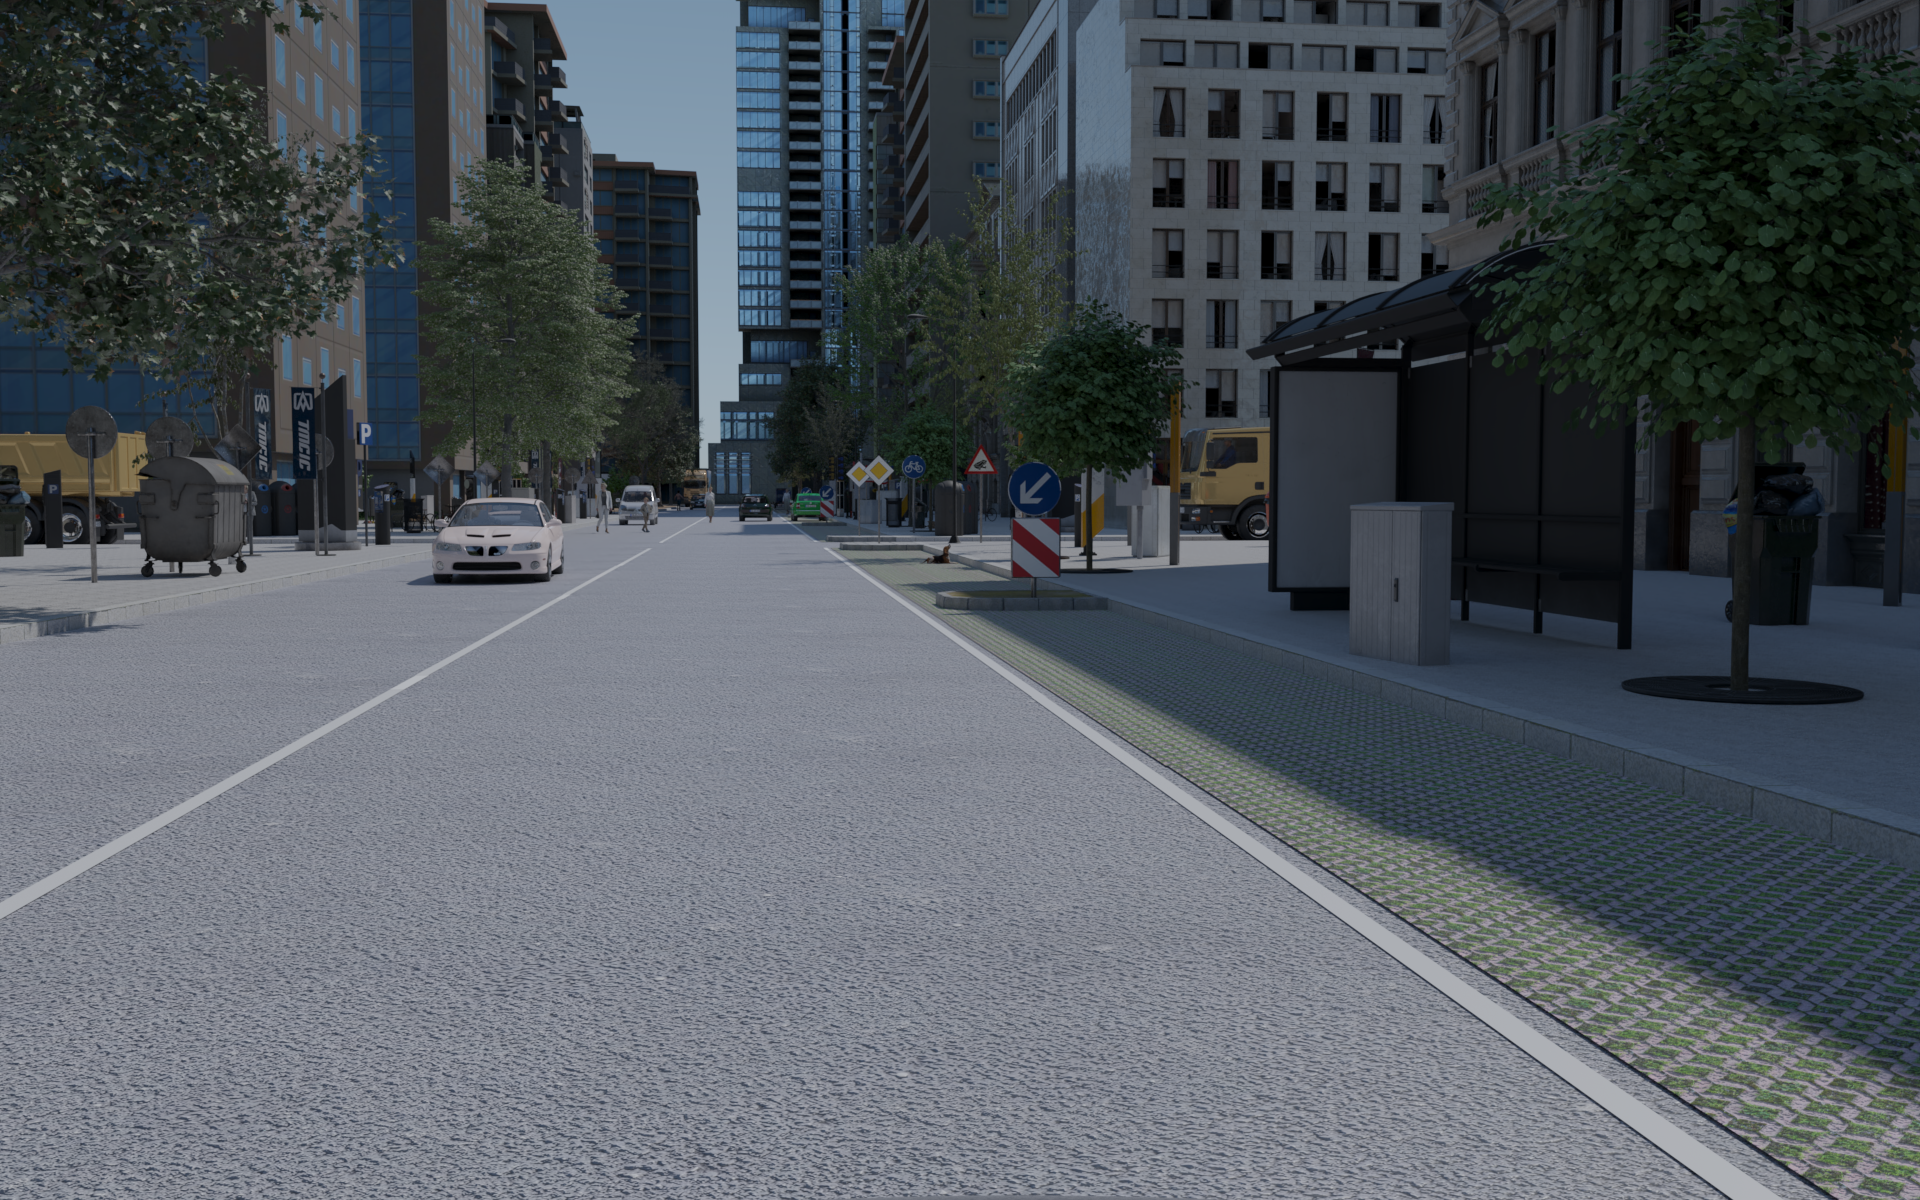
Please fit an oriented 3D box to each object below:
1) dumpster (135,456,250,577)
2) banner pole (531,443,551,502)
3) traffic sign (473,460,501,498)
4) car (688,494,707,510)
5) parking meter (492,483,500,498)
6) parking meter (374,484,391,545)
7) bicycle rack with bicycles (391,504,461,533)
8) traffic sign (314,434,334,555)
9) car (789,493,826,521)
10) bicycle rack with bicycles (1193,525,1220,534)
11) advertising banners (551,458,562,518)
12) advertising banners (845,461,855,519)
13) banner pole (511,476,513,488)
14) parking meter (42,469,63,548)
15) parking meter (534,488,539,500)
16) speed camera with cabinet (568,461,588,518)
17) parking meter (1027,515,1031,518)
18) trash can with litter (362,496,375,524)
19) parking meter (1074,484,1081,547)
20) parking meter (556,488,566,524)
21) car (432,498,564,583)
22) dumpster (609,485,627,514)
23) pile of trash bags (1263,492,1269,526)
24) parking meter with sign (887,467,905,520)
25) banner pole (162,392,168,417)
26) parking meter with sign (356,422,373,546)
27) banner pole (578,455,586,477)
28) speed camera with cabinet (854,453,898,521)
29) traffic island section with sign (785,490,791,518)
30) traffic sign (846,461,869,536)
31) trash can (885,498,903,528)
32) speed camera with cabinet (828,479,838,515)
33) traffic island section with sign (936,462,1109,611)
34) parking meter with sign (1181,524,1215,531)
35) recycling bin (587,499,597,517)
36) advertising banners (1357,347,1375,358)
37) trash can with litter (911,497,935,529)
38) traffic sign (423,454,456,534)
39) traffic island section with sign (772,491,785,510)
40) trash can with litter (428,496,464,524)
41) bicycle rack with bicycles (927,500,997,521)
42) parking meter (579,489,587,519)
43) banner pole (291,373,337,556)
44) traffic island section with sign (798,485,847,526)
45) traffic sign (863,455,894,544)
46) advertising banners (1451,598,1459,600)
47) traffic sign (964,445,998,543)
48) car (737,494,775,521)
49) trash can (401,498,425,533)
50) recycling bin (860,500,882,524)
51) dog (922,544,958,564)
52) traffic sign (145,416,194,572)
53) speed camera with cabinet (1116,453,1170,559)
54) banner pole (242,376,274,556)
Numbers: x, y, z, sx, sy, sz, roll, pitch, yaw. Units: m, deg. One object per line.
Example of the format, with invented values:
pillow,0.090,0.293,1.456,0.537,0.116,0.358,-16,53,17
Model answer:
dumpster,-12.127,-1.324,27.402,1.264,1.857,1.865,0,4,-7
banner pole,-20.651,-5.795,84.762,0.863,3.779,0.401,2,4,27
traffic sign,-14.036,-2.922,51.423,0.795,2.450,0.064,0,4,-7
car,-23.813,-9.082,158.278,2.009,1.686,4.222,0,4,-7
parking meter,-23.721,-5.060,88.445,0.399,1.863,0.255,-1,4,-11
parking meter,-14.568,-2.157,43.679,0.372,1.533,0.369,0,3,0
bicycle rack with bicycles,-17.902,-2.802,59.191,2.852,0.926,2.925,1,4,23
traffic sign,-13.591,-2.229,36.543,0.768,2.556,0.104,0,4,-1
car,-8.032,-5.076,91.792,1.959,1.807,4.718,0,4,-8
bicycle rack with bicycles,8.837,-2.631,56.393,2.925,0.926,2.852,-2,4,-27
advertising banners,-19.662,-5.389,84.299,0.090,3.025,2.074,-2,4,-27
advertising banners,-5.780,-5.835,91.594,0.090,3.025,2.074,1,4,10
banner pole,-22.398,-5.883,86.205,0.401,3.779,0.863,-2,4,-35
parking meter,-21.464,-2.156,40.958,0.399,1.863,0.255,-2,4,-34
parking meter,-19.254,-4.285,78.478,0.372,1.533,0.369,0,3,0
speed camera with cabinet,-20.354,-5.982,92.147,0.660,3.252,2.038,-2,4,-26
parking meter,2.409,-3.217,58.313,0.255,1.863,0.399,1,4,12
trash can with litter,-25.402,-3.936,75.417,1.678,1.210,2.233,0,4,-4
parking meter,2.958,-2.051,41.949,0.372,1.533,0.369,0,3,0
parking meter,-17.289,-4.075,75.042,0.372,1.533,0.369,0,3,0
car,-7.838,-1.057,29.651,2.083,1.381,4.827,-1,4,-9
dumpster,-25.017,-7.492,124.995,1.502,2.255,1.985,0,4,-7
pile of trash bags,8.939,-2.058,43.409,3.447,1.369,1.912,-3,4,-36
parking meter with sign,-3.260,-5.552,87.032,0.543,3.016,1.738,-2,4,-28
banner pole,-19.307,-3.190,42.178,0.401,3.779,0.863,-2,4,-32
parking meter with sign,-15.323,-2.829,42.509,1.738,3.016,0.543,1,4,14
banner pole,-23.943,-7.312,109.561,0.401,3.779,0.863,2,4,29
speed camera with cabinet,-4.008,-5.417,82.902,2.038,3.252,0.660,0,4,4
traffic island section with sign,-9.423,-5.878,104.733,1.989,1.847,2.006,0,4,-7
traffic sign,-3.071,-3.003,52.742,0.795,2.450,0.064,0,4,-7
trash can,-2.532,-3.348,66.396,0.748,1.137,0.748,0,3,0
speed camera with cabinet,-7.644,-6.769,105.001,0.660,3.252,2.038,0,4,1
traffic island section with sign,0.723,-0.822,22.060,1.989,1.847,2.006,0,4,-7
parking meter with sign,8.103,-3.941,60.696,1.738,3.016,0.543,0,4,1
recycling bin,-20.672,-5.161,96.931,0.722,1.027,0.722,-3,5,-44
advertising banners,4.422,-1.470,20.218,0.090,3.025,2.074,2,4,35
trash can with litter,-1.287,-3.246,64.458,1.055,1.170,0.624,1,4,12
traffic sign,-13.064,-2.438,43.497,0.795,2.450,0.064,0,4,-7
traffic island section with sign,-18.725,-10.517,180.577,1.989,1.847,2.006,0,4,-7
trash can with litter,-22.202,-3.923,75.197,2.233,1.210,1.678,-1,4,-14
bicycle rack with bicycles,-0.050,-4.162,81.424,2.852,0.926,2.925,-3,5,-40
parking meter,-19.462,-4.956,89.439,0.372,1.533,0.369,0,3,0
banner pole,-13.366,-2.798,35.762,0.863,3.779,0.401,-2,4,-34
traffic island section with sign,-6.136,-4.242,77.977,1.989,1.847,2.006,0,4,-7
traffic sign,-2.099,-2.518,44.816,0.795,2.450,0.064,0,4,-7
advertising banners,6.127,-1.507,20.828,2.074,3.025,0.090,1,4,14
traffic sign,0.551,-2.779,45.436,0.884,2.594,0.081,0,4,-4
car,-10.843,-5.030,92.026,2.009,1.686,4.222,0,4,-5
trash can,-17.898,-2.757,56.723,0.748,1.137,0.748,0,3,0
recycling bin,-3.863,-3.817,74.962,0.722,1.027,0.722,3,4,38
dog,-0.435,-0.936,35.491,0.748,0.427,0.550,3,5,43
traffic sign,-12.961,-1.731,28.410,0.768,2.556,0.104,0,4,-5
speed camera with cabinet,3.710,-2.484,34.955,0.660,3.252,2.038,1,4,23
banner pole,-14.609,-2.814,36.027,0.401,3.779,0.863,1,4,23
